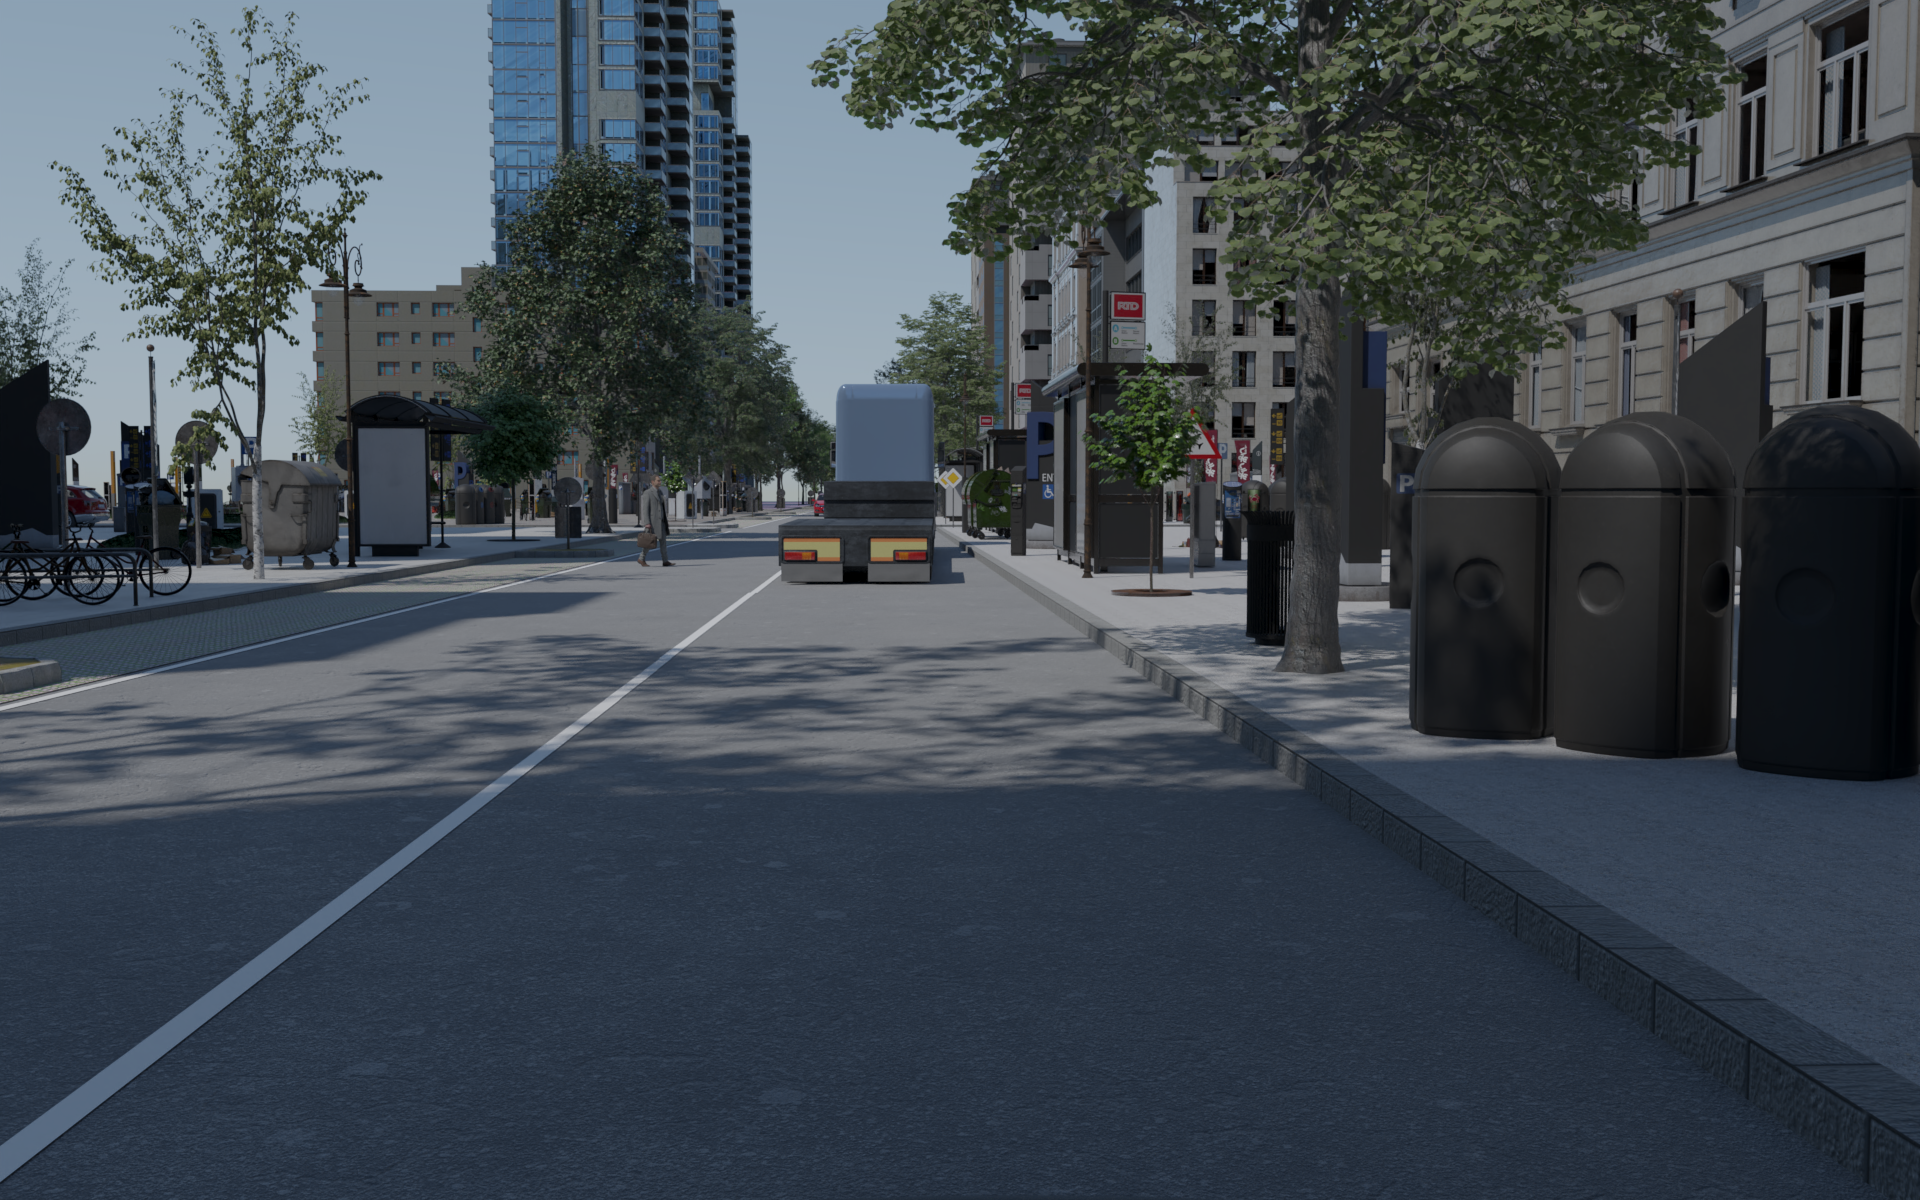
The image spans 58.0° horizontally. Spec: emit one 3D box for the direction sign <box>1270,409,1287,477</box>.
[{"bbox_3d":[8.654,-3.296,45.886,0.876,3.537,0.379,0,4,4],"label":"direction sign"}]

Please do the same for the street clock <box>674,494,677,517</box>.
[{"bbox_3d":[-16.185,-5.768,98.877,0.471,2.002,0.358,0,4,1],"label":"street clock"}]

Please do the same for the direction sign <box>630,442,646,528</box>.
[{"bbox_3d":[-12.257,-4.524,65.959,0.876,3.537,0.379,3,4,39],"label":"direction sign"}]

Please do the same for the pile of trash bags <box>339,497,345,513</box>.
[{"bbox_3d":[-44.493,-6.784,120.670,3.447,1.369,1.912,-1,4,-8],"label":"pile of trash bags"}]

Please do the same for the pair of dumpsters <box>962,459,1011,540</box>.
[{"bbox_3d":[0.922,-2.930,50.401,1.574,2.255,4.437,0,4,-2],"label":"pair of dumpsters"}]

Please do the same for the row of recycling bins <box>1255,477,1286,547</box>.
[{"bbox_3d":[8.759,-2.085,41.195,1.069,1.692,3.534,-3,4,-37],"label":"row of recycling bins"}]

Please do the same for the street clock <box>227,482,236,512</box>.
[{"bbox_3d":[-41.449,-5.763,98.792,0.358,2.002,0.471,0,4,-7],"label":"street clock"}]

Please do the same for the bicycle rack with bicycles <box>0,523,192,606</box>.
[{"bbox_3d":[-10.774,-0.432,20.451,2.925,0.926,2.852,-1,4,-18],"label":"bicycle rack with bicycles"}]

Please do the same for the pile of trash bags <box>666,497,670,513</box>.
[{"bbox_3d":[-20.341,-6.520,116.350,1.912,1.369,3.447,-2,4,-26],"label":"pile of trash bags"}]

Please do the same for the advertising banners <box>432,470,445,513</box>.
[{"bbox_3d":[-37.924,-8.029,127.462,2.074,3.025,0.090,1,4,17],"label":"advertising banners"}]

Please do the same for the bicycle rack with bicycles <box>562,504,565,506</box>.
[{"bbox_3d":[-25.529,-5.932,110.366,2.852,0.926,2.925,3,4,36],"label":"bicycle rack with bicycles"}]

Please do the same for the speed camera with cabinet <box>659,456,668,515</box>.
[{"bbox_3d":[-15.910,-5.905,90.886,0.660,3.252,2.038,-2,4,-28],"label":"speed camera with cabinet"}]

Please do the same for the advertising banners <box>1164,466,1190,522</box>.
[{"bbox_3d":[10.186,-5.151,80.404,2.074,3.025,0.090,-3,5,-44],"label":"advertising banners"}]

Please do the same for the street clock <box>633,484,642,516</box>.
[{"bbox_3d":[-18.687,-5.868,100.506,0.358,2.002,0.471,3,4,36],"label":"street clock"}]

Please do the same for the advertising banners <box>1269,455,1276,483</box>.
[{"bbox_3d":[9.830,-3.635,55.622,2.074,3.025,0.090,1,4,17],"label":"advertising banners"}]

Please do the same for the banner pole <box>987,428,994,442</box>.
[{"bbox_3d":[1.168,-4.646,65.977,0.401,3.779,0.863,-2,4,-24],"label":"banner pole"}]

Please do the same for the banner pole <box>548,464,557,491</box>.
[{"bbox_3d":[-29.557,-8.288,125.530,0.863,3.779,0.401,-2,4,-34],"label":"banner pole"}]

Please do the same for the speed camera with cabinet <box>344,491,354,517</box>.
[{"bbox_3d":[-29.964,-5.689,87.350,2.038,3.252,0.660,0,4,4],"label":"speed camera with cabinet"}]

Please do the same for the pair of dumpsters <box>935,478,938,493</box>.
[{"bbox_3d":[-1.312,-6.298,105.471,1.574,2.255,4.437,0,4,-3],"label":"pair of dumpsters"}]

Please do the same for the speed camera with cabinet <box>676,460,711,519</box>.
[{"bbox_3d":[-13.619,-5.763,88.563,0.660,3.252,2.038,2,4,33],"label":"speed camera with cabinet"}]

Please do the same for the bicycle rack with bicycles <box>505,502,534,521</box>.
[{"bbox_3d":[-21.447,-4.277,83.316,2.852,0.926,2.925,0,4,-4],"label":"bicycle rack with bicycles"}]

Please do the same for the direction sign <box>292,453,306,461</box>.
[{"bbox_3d":[-36.133,-6.288,94.800,0.379,3.537,0.876,2,4,34],"label":"direction sign"}]

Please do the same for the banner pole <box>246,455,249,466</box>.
[{"bbox_3d":[-36.098,-5.982,87.822,0.401,3.779,0.863,-2,4,-33],"label":"banner pole"}]

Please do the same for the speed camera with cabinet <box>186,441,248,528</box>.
[{"bbox_3d":[-23.684,-3.746,55.576,2.038,3.252,0.660,-3,4,-36],"label":"speed camera with cabinet"}]

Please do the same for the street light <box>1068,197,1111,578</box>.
[{"bbox_3d":[1.948,-3.273,26.294,0.468,5.910,1.993,0,4,-3],"label":"street light"}]

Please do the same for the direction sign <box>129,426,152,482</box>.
[{"bbox_3d":[-27.067,-3.997,57.356,0.876,3.537,0.379,0,4,7],"label":"direction sign"}]

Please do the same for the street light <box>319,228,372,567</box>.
[{"bbox_3d":[-10.671,-3.513,30.222,0.468,5.910,1.993,0,4,-3],"label":"street light"}]

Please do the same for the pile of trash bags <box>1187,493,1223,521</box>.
[{"bbox_3d":[12.458,-4.517,83.609,3.447,1.369,1.912,3,4,38],"label":"pile of trash bags"}]

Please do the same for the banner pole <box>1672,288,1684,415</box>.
[{"bbox_3d":[8.661,-1.894,20.984,0.401,3.779,0.863,1,4,20],"label":"banner pole"}]

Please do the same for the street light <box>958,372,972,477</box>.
[{"bbox_3d":[0.189,-5.669,65.474,0.468,5.910,1.993,0,4,-3],"label":"street light"}]

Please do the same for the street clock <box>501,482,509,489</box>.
[{"bbox_3d":[-27.474,-6.121,104.641,0.471,2.002,0.358,0,4,1],"label":"street clock"}]

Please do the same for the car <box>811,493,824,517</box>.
[{"bbox_3d":[-8.396,-6.217,110.694,2.155,1.783,4.494,0,4,-3],"label":"car"}]

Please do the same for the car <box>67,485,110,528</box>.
[{"bbox_3d":[-36.347,-3.632,68.056,5.304,1.827,2.281,0,4,-4],"label":"car"}]

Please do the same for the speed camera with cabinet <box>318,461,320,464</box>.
[{"bbox_3d":[-38.457,-6.669,103.377,0.660,3.252,2.038,-1,4,-22],"label":"speed camera with cabinet"}]

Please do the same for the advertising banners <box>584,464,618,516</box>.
[{"bbox_3d":[-21.224,-6.496,102.392,2.074,3.025,0.090,0,4,2],"label":"advertising banners"}]

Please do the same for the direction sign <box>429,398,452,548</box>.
[{"bbox_3d":[-12.326,-3.007,41.165,0.379,3.537,0.876,1,4,14],"label":"direction sign"}]

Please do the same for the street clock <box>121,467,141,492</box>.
[{"bbox_3d":[-22.538,-2.604,47.139,0.471,2.002,0.358,-1,4,-19],"label":"street clock"}]

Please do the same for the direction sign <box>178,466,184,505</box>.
[{"bbox_3d":[-63.137,-9.095,140.705,0.876,3.537,0.379,-1,4,-20],"label":"direction sign"}]

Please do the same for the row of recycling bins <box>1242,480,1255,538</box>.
[{"bbox_3d":[9.874,-2.699,51.249,3.534,1.692,1.069,-1,4,-23],"label":"row of recycling bins"}]

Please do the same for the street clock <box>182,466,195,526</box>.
[{"bbox_3d":[-20.133,-2.489,45.260,0.358,2.002,0.471,-1,4,-19],"label":"street clock"}]

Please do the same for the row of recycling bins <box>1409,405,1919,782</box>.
[{"bbox_3d":[3.825,-0.081,8.436,3.534,1.692,1.069,3,5,43],"label":"row of recycling bins"}]

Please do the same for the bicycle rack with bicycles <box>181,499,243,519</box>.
[{"bbox_3d":[-36.567,-4.365,84.757,2.925,0.926,2.852,3,4,39],"label":"bicycle rack with bicycles"}]

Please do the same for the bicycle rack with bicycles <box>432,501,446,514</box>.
[{"bbox_3d":[-36.346,-6.481,119.341,2.925,0.926,2.852,-1,4,-9],"label":"bicycle rack with bicycles"}]

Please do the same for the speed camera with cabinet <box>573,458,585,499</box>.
[{"bbox_3d":[-20.947,-6.161,95.068,0.660,3.252,2.038,-1,4,-10],"label":"speed camera with cabinet"}]

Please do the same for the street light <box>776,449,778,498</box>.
[{"bbox_3d":[-15.827,-10.848,150.154,0.468,5.910,1.993,0,4,-3],"label":"street light"}]

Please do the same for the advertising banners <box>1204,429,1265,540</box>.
[{"bbox_3d":[7.293,-3.066,46.318,0.090,3.025,2.074,-3,5,-44],"label":"advertising banners"}]

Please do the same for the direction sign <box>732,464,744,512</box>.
[{"bbox_3d":[-15.635,-7.946,121.912,0.876,3.537,0.379,1,4,9],"label":"direction sign"}]

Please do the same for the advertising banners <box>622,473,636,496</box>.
[{"bbox_3d":[-26.518,-8.845,140.809,2.074,3.025,0.090,1,4,17],"label":"advertising banners"}]

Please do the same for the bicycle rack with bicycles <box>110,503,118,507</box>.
[{"bbox_3d":[-63.149,-7.037,128.444,2.852,0.926,2.925,2,4,33],"label":"bicycle rack with bicycles"}]

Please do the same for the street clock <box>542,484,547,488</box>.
[{"bbox_3d":[-29.260,-7.162,121.663,0.358,2.002,0.471,2,4,25],"label":"street clock"}]
